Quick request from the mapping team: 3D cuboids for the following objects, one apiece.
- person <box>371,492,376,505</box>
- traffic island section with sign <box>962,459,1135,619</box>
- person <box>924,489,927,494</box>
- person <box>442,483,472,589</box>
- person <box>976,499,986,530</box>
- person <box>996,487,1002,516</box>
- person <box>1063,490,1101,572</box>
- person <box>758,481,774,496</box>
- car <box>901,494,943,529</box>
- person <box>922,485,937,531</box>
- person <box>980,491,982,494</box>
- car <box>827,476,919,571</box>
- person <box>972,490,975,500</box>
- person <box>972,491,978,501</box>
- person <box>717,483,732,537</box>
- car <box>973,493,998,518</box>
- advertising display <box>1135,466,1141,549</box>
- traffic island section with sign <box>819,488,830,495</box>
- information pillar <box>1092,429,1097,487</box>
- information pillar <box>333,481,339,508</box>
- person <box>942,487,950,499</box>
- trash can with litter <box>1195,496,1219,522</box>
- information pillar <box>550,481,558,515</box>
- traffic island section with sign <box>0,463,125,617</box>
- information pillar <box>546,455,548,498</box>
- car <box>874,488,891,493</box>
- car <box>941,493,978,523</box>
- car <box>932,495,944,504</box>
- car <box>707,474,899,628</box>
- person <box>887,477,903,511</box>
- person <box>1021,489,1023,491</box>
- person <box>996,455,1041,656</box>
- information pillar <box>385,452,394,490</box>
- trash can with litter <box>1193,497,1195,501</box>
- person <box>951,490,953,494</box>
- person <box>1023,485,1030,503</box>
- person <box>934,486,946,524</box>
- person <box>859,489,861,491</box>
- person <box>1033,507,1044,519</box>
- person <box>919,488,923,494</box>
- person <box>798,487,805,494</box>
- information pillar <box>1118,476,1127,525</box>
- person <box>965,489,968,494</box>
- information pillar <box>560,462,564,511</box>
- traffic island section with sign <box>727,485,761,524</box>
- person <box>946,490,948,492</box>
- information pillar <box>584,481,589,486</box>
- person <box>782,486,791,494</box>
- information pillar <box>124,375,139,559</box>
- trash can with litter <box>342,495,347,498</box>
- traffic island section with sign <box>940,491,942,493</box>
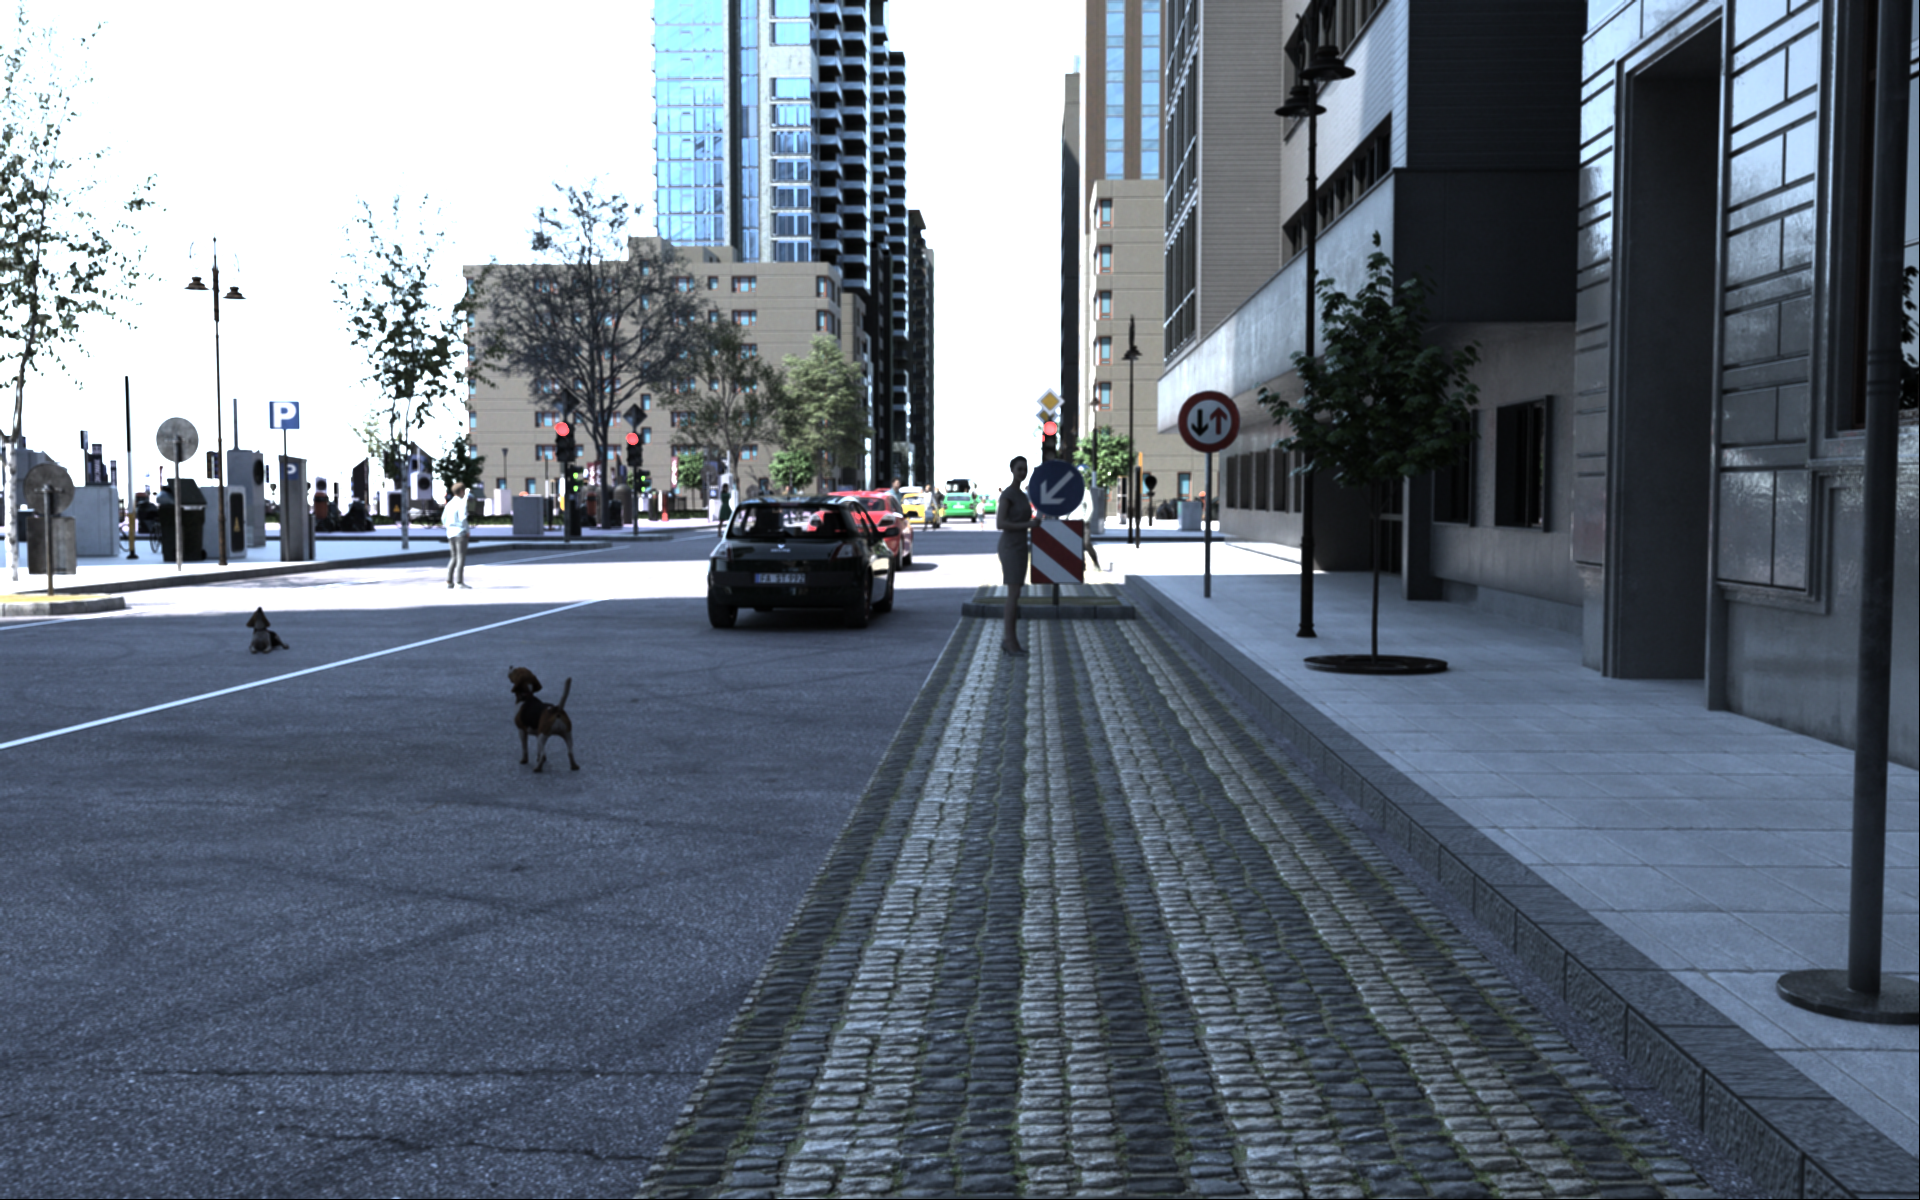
[{"bbox_3d":[-71.780,-12.408,212.302,0.756,1.711,0.436,-1,4,-16],"label":"person"},{"bbox_3d":[1.031,-0.734,20.629,1.989,1.847,2.006,0,4,2],"label":"traffic island section with sign"},{"bbox_3d":[-2.351,-6.863,120.810,0.767,1.812,0.694,-1,4,-22],"label":"person"},{"bbox_3d":[-7.552,-0.966,26.097,0.330,1.601,0.589,-3,5,-41],"label":"person"},{"bbox_3d":[0.844,-3.402,68.800,0.352,1.250,0.332,-1,4,-18],"label":"person"},{"bbox_3d":[1.809,-4.023,74.840,0.480,1.755,0.524,2,4,34],"label":"person"},{"bbox_3d":[2.186,-1.405,31.961,0.515,1.767,0.782,-3,5,-43],"label":"person"},{"bbox_3d":[-6.045,-2.827,54.495,0.659,1.850,0.755,-1,4,-16],"label":"person"},{"bbox_3d":[-1.725,-3.829,72.822,2.015,1.641,3.980,0,4,2],"label":"car"},{"bbox_3d":[-1.182,-3.593,67.599,0.624,1.780,0.694,0,3,0],"label":"person"},{"bbox_3d":[1.938,-9.539,165.175,0.721,1.736,1.217,-1,4,-21],"label":"person"},{"bbox_3d":[-1.912,-1.512,33.755,2.155,1.783,4.494,0,4,2],"label":"car"},{"bbox_3d":[1.291,-9.405,162.279,0.705,1.823,1.348,-1,4,-13],"label":"person"},{"bbox_3d":[1.387,-8.791,152.955,0.721,1.735,1.217,-3,5,-43],"label":"person"},{"bbox_3d":[-7.843,-3.005,57.873,0.529,1.795,0.600,0,4,5],"label":"person"},{"bbox_3d":[1.702,-5.864,104.673,1.959,1.807,4.718,0,4,1],"label":"car"},{"bbox_3d":[4.177,-2.171,40.709,0.123,1.923,0.974,0,4,4],"label":"advertising display"},{"bbox_3d":[-8.071,-5.810,103.619,1.989,1.847,2.006,0,4,2],"label":"traffic island section with sign"},{"bbox_3d":[4.849,-4.352,62.506,0.183,3.616,0.504,0,4,-8],"label":"information pillar"},{"bbox_3d":[-36.352,-5.898,100.924,0.304,2.012,0.304,-1,4,-12],"label":"information pillar"},{"bbox_3d":[-0.864,-6.123,108.381,0.659,1.850,0.755,1,4,19],"label":"person"},{"bbox_3d":[11.679,-4.233,80.604,1.055,1.170,0.624,-2,4,-24],"label":"trash can with litter"},{"bbox_3d":[-22.265,-5.541,95.082,0.304,2.012,0.304,1,4,23],"label":"information pillar"},{"bbox_3d":[-11.426,-0.765,21.142,1.989,1.847,2.006,0,4,2],"label":"traffic island section with sign"},{"bbox_3d":[-24.648,-6.851,103.375,0.183,3.616,0.504,-1,4,-10],"label":"information pillar"},{"bbox_3d":[-4.892,-6.476,114.560,2.281,1.827,5.304,0,4,4],"label":"car"},{"bbox_3d":[-0.058,-4.796,87.219,1.959,1.807,4.718,0,4,0],"label":"car"},{"bbox_3d":[-2.437,-9.542,168.586,1.945,1.354,3.894,0,4,3],"label":"car"},{"bbox_3d":[-1.750,-0.622,19.953,2.009,1.686,4.222,0,4,3],"label":"car"},{"bbox_3d":[-1.567,-1.927,40.021,0.620,1.820,0.660,2,4,27],"label":"person"},{"bbox_3d":[4.497,-7.294,127.734,0.794,1.824,0.713,-1,4,-23],"label":"person"},{"bbox_3d":[0.521,-0.406,15.485,0.374,1.781,0.599,2,4,25],"label":"person"},{"bbox_3d":[-29.992,-6.102,91.116,0.504,3.616,0.183,1,4,8],"label":"information pillar"},{"bbox_3d":[11.461,-4.300,81.698,1.055,1.170,0.624,0,4,-3],"label":"trash can with litter"},{"bbox_3d":[-0.744,-8.039,140.469,0.617,1.759,0.750,-2,4,-35],"label":"person"},{"bbox_3d":[2.539,-3.576,67.233,0.793,1.790,0.793,0,4,5],"label":"person"},{"bbox_3d":[-1.233,-4.479,81.947,0.699,1.804,1.509,-2,4,-25],"label":"person"},{"bbox_3d":[-6.924,-6.790,119.852,0.374,1.781,0.599,2,4,29],"label":"person"},{"bbox_3d":[2.958,-3.247,62.345,0.760,1.731,0.466,1,4,20],"label":"person"},{"bbox_3d":[-2.091,-5.090,92.469,0.760,1.731,0.466,-1,4,-17],"label":"person"},{"bbox_3d":[-8.420,-5.101,92.029,0.709,1.813,0.853,3,5,44],"label":"person"},{"bbox_3d":[6.781,-4.147,72.292,0.304,2.012,0.304,-1,4,-21],"label":"information pillar"},{"bbox_3d":[0.467,-6.434,113.977,0.520,1.790,0.573,2,4,32],"label":"person"},{"bbox_3d":[-21.043,-6.162,92.099,0.504,3.616,0.183,2,4,35],"label":"information pillar"},{"bbox_3d":[-9.160,-4.163,76.686,1.989,1.847,2.006,0,4,2],"label":"traffic island section with sign"},{"bbox_3d":[-1.135,-7.101,125.268,0.598,1.740,0.731,0,3,0],"label":"person"},{"bbox_3d":[-20.764,-5.631,96.562,0.304,2.012,0.304,1,4,15],"label":"information pillar"},{"bbox_3d":[-8.183,-4.463,81.388,0.836,1.842,0.656,0,4,1],"label":"person"},{"bbox_3d":[-16.453,-2.630,34.351,0.183,3.616,0.504,-1,4,-19],"label":"information pillar"},{"bbox_3d":[-44.855,-7.076,126.755,2.233,1.210,1.678,2,4,30],"label":"trash can with litter"},{"bbox_3d":[-1.604,-15.570,263.191,1.989,1.847,2.006,0,4,2],"label":"traffic island section with sign"}]
